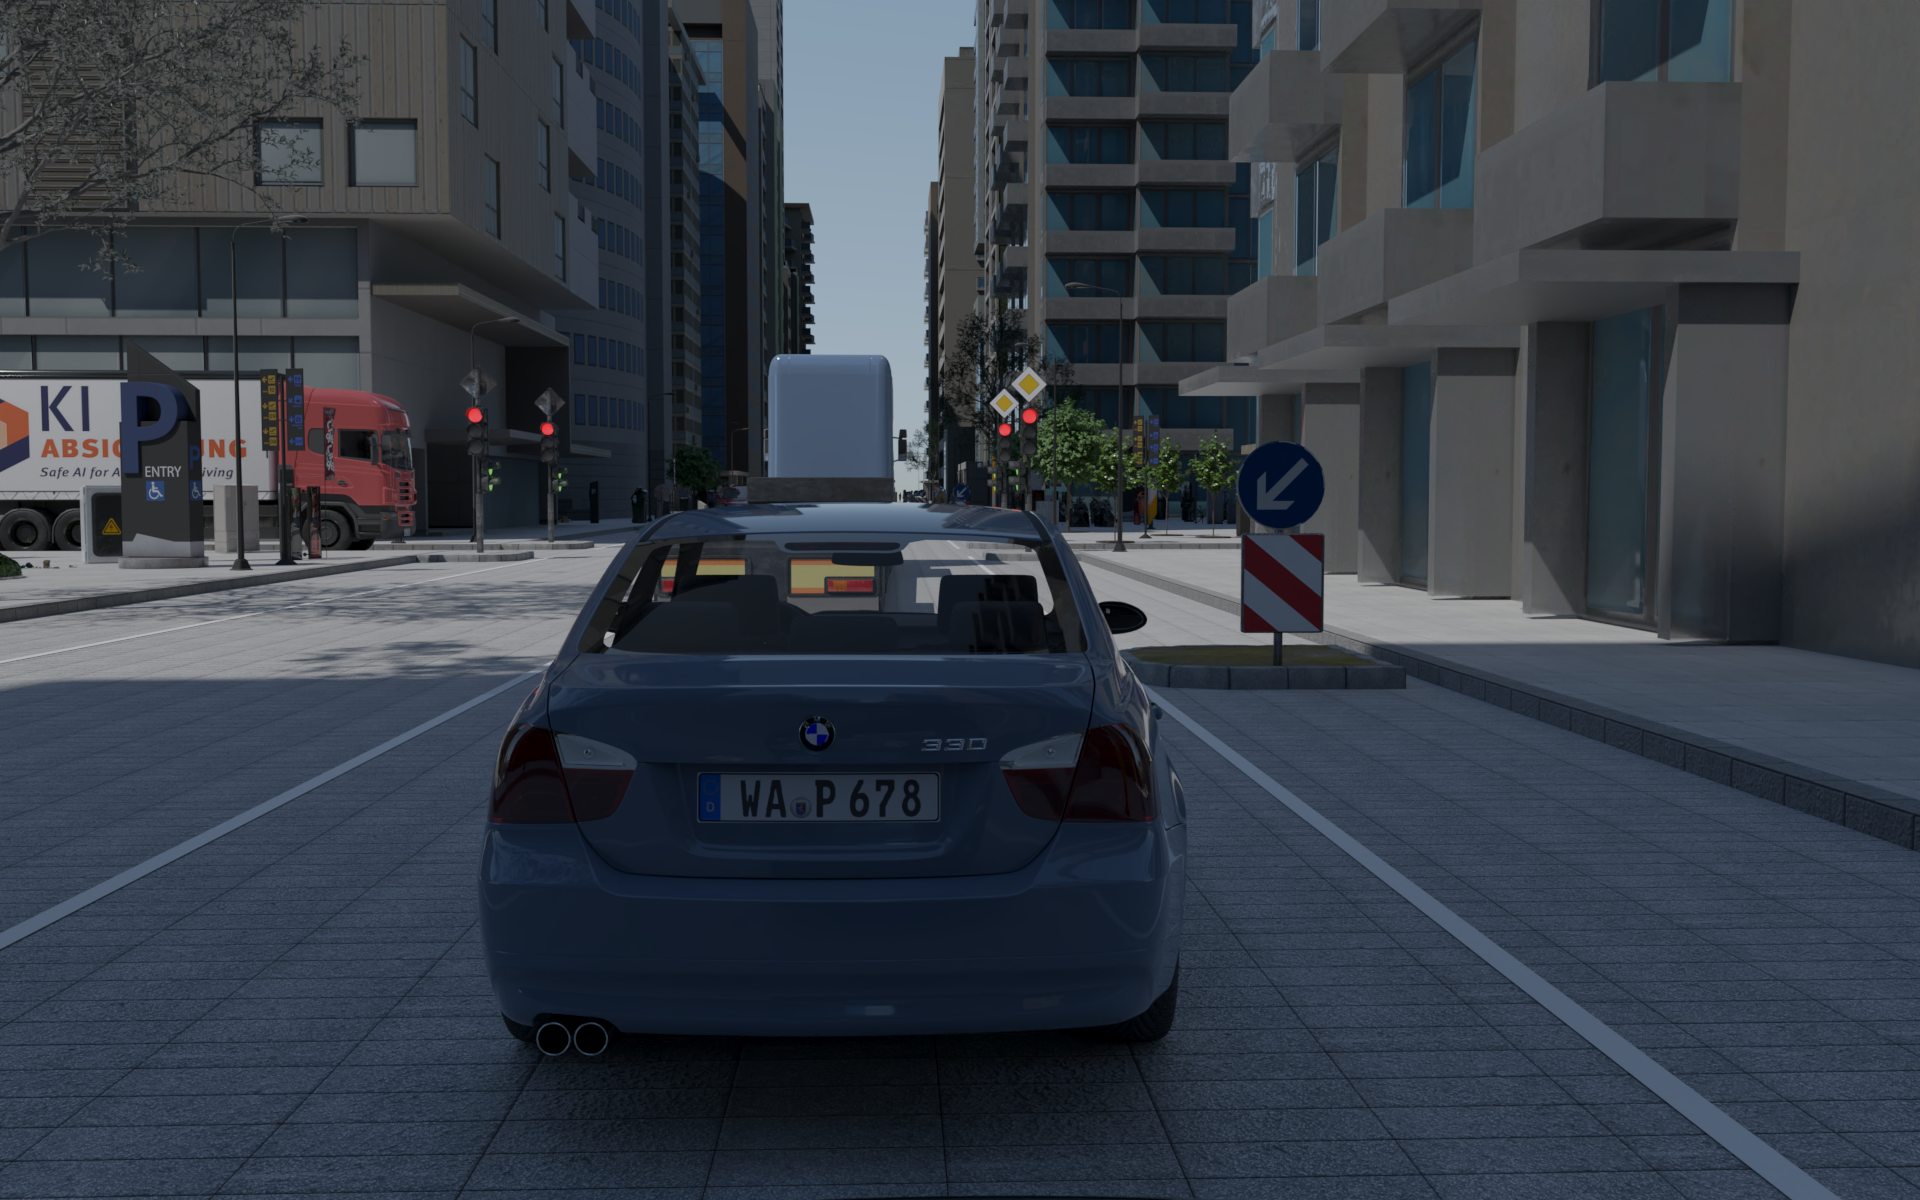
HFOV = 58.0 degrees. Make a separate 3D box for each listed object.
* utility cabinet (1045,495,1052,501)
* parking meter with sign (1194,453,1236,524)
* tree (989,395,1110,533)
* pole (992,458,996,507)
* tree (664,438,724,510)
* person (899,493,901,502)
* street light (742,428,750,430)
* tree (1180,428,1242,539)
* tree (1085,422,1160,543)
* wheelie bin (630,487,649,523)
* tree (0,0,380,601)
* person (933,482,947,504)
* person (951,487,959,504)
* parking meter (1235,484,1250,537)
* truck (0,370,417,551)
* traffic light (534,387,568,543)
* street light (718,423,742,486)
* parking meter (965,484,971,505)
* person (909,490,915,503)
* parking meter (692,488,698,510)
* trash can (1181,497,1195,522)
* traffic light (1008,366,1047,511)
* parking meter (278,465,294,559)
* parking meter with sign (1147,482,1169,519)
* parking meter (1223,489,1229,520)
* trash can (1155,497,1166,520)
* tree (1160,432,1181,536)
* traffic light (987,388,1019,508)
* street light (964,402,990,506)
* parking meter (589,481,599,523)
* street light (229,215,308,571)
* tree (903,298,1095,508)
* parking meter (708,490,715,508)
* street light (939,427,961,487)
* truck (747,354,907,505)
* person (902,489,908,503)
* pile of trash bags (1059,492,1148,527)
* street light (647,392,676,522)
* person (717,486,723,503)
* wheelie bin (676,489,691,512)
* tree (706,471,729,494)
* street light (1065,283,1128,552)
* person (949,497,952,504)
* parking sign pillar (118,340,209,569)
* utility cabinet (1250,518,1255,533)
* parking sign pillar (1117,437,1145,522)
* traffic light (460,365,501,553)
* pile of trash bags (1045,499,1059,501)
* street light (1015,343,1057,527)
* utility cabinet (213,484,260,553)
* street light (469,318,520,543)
[{"bbox_3d":[4.078,-4.586,86.147,1.020,1.237,0.306,-2,4,-33],"label":"utility cabinet"},{"bbox_3d":[10.901,-4.748,73.893,1.738,3.016,0.543,0,4,-1],"label":"parking meter with sign"},{"bbox_3d":[3.677,-4.514,57.521,4.285,4.588,4.351,0,3,0],"label":"tree"},{"bbox_3d":[1.819,-6.040,92.589,0.158,3.312,0.155,0,3,0],"label":"pole"},{"bbox_3d":[-15.434,-7.136,100.390,4.285,4.588,4.351,0,3,0],"label":"tree"},{"bbox_3d":[-8.661,-14.707,250.427,0.415,1.643,0.593,1,4,20],"label":"person"},{"bbox_3d":[-15.538,-9.164,122.365,1.470,5.913,1.316,0,4,-2],"label":"street light"},{"bbox_3d":[7.517,-3.411,50.374,1.663,3.219,1.824,0,3,0],"label":"tree"},{"bbox_3d":[3.968,-3.106,45.388,1.663,3.219,1.824,0,3,0],"label":"tree"},{"bbox_3d":[-14.026,-4.161,75.937,0.693,1.594,0.980,0,4,4],"label":"wheelie bin"},{"bbox_3d":[-12.204,-6.708,20.042,12.009,13.543,11.850,0,3,0],"label":"tree"},{"bbox_3d":[-0.736,-3.088,58.899,0.656,1.842,0.836,1,4,16],"label":"person"},{"bbox_3d":[-0.233,-4.602,84.290,0.362,1.759,0.519,2,4,27],"label":"person"},{"bbox_3d":[8.550,-2.852,52.335,0.399,1.863,0.255,-1,4,-19],"label":"parking meter"},{"bbox_3d":[-17.978,-3.151,40.433,11.283,4.237,2.839,0,4,-4],"label":"truck"},{"bbox_3d":[-10.790,-3.471,45.673,0.839,4.253,0.868,0,4,-2],"label":"traffic light"},{"bbox_3d":[-15.130,-8.563,112.548,1.470,5.913,1.316,0,4,-2],"label":"street light"},{"bbox_3d":[0.458,-5.750,99.726,0.255,1.863,0.399,-1,4,-10],"label":"parking meter"},{"bbox_3d":[-3.373,-6.853,121.542,0.512,1.701,0.522,0,4,0],"label":"person"},{"bbox_3d":[-17.122,-6.487,111.768,0.255,1.863,0.399,-3,4,-37],"label":"parking meter"},{"bbox_3d":[10.511,-4.148,79.471,0.748,1.137,0.748,0,3,0],"label":"trash can"},{"bbox_3d":[1.495,-3.015,38.211,0.839,4.253,0.868,0,4,-2],"label":"traffic light"},{"bbox_3d":[-13.285,-1.741,34.173,0.255,1.863,0.399,-2,4,-29],"label":"parking meter"},{"bbox_3d":[9.969,-5.727,89.899,1.738,3.016,0.543,-1,4,-15],"label":"parking meter with sign"},{"bbox_3d":[13.015,-4.688,85.061,0.372,1.533,0.369,0,3,0],"label":"parking meter"},{"bbox_3d":[9.969,-4.546,85.976,0.748,1.137,0.748,0,3,0],"label":"trash can"},{"bbox_3d":[6.443,-3.572,53.000,1.663,3.219,1.824,0,3,0],"label":"tree"},{"bbox_3d":[1.160,-3.503,46.189,0.839,4.253,0.868,0,4,-2],"label":"traffic light"},{"bbox_3d":[0.917,-7.008,87.123,1.470,5.913,1.316,0,4,-2],"label":"street light"},{"bbox_3d":[-16.003,-4.282,75.717,0.399,1.863,0.255,0,4,-1],"label":"parking meter"},{"bbox_3d":[-11.552,-3.452,28.980,1.470,5.913,1.316,0,4,-2],"label":"street light"},{"bbox_3d":[2.278,-9.010,81.724,8.767,10.594,7.601,1,4,11],"label":"tree"},{"bbox_3d":[-14.724,-5.767,102.704,0.372,1.533,0.369,0,3,0],"label":"parking meter"},{"bbox_3d":[-0.500,-9.060,120.677,1.470,5.913,1.316,0,4,-2],"label":"street light"},{"bbox_3d":[-2.323,-2.316,27.627,2.967,4.110,18.799,0,4,-2],"label":"truck"},{"bbox_3d":[-3.892,-6.759,119.603,0.643,1.750,0.593,1,4,8],"label":"person"},{"bbox_3d":[5.808,-3.532,67.505,3.447,1.369,1.912,1,4,11],"label":"pile of trash bags"},{"bbox_3d":[-13.683,-6.528,79.276,1.470,5.913,1.316,0,4,-2],"label":"street light"},{"bbox_3d":[-10.504,-4.144,76.429,0.526,1.800,0.537,1,4,23],"label":"person"},{"bbox_3d":[-18.240,-6.500,114.184,0.980,1.594,0.693,-1,4,-14],"label":"wheelie bin"},{"bbox_3d":[-16.648,-7.476,116.833,1.663,3.219,1.824,0,3,0],"label":"tree"},{"bbox_3d":[3.008,-4.020,38.262,1.470,5.913,1.316,0,4,-2],"label":"street light"},{"bbox_3d":[-0.472,-4.642,88.652,0.590,1.304,0.306,-3,5,-43],"label":"person"},{"bbox_3d":[-13.909,-2.549,30.149,1.447,3.967,1.447,1,4,9],"label":"parking sign pillar"},{"bbox_3d":[9.347,-2.744,56.029,0.306,1.237,1.020,2,4,25],"label":"utility cabinet"},{"bbox_3d":[7.943,-5.592,79.906,1.447,3.967,1.447,-1,4,-10],"label":"parking sign pillar"},{"bbox_3d":[-10.455,-2.983,37.695,0.839,4.253,0.868,0,4,-2],"label":"traffic light"},{"bbox_3d":[3.731,-4.311,80.244,1.912,1.369,3.447,-1,4,-18],"label":"pile of trash bags"},{"bbox_3d":[2.386,-4.943,53.361,1.470,5.913,1.316,0,4,-2],"label":"street light"},{"bbox_3d":[-15.798,-1.785,37.859,0.318,1.500,1.173,1,4,12],"label":"utility cabinet"},{"bbox_3d":[-12.277,-4.474,45.699,1.470,5.913,1.316,0,4,-2],"label":"street light"}]
